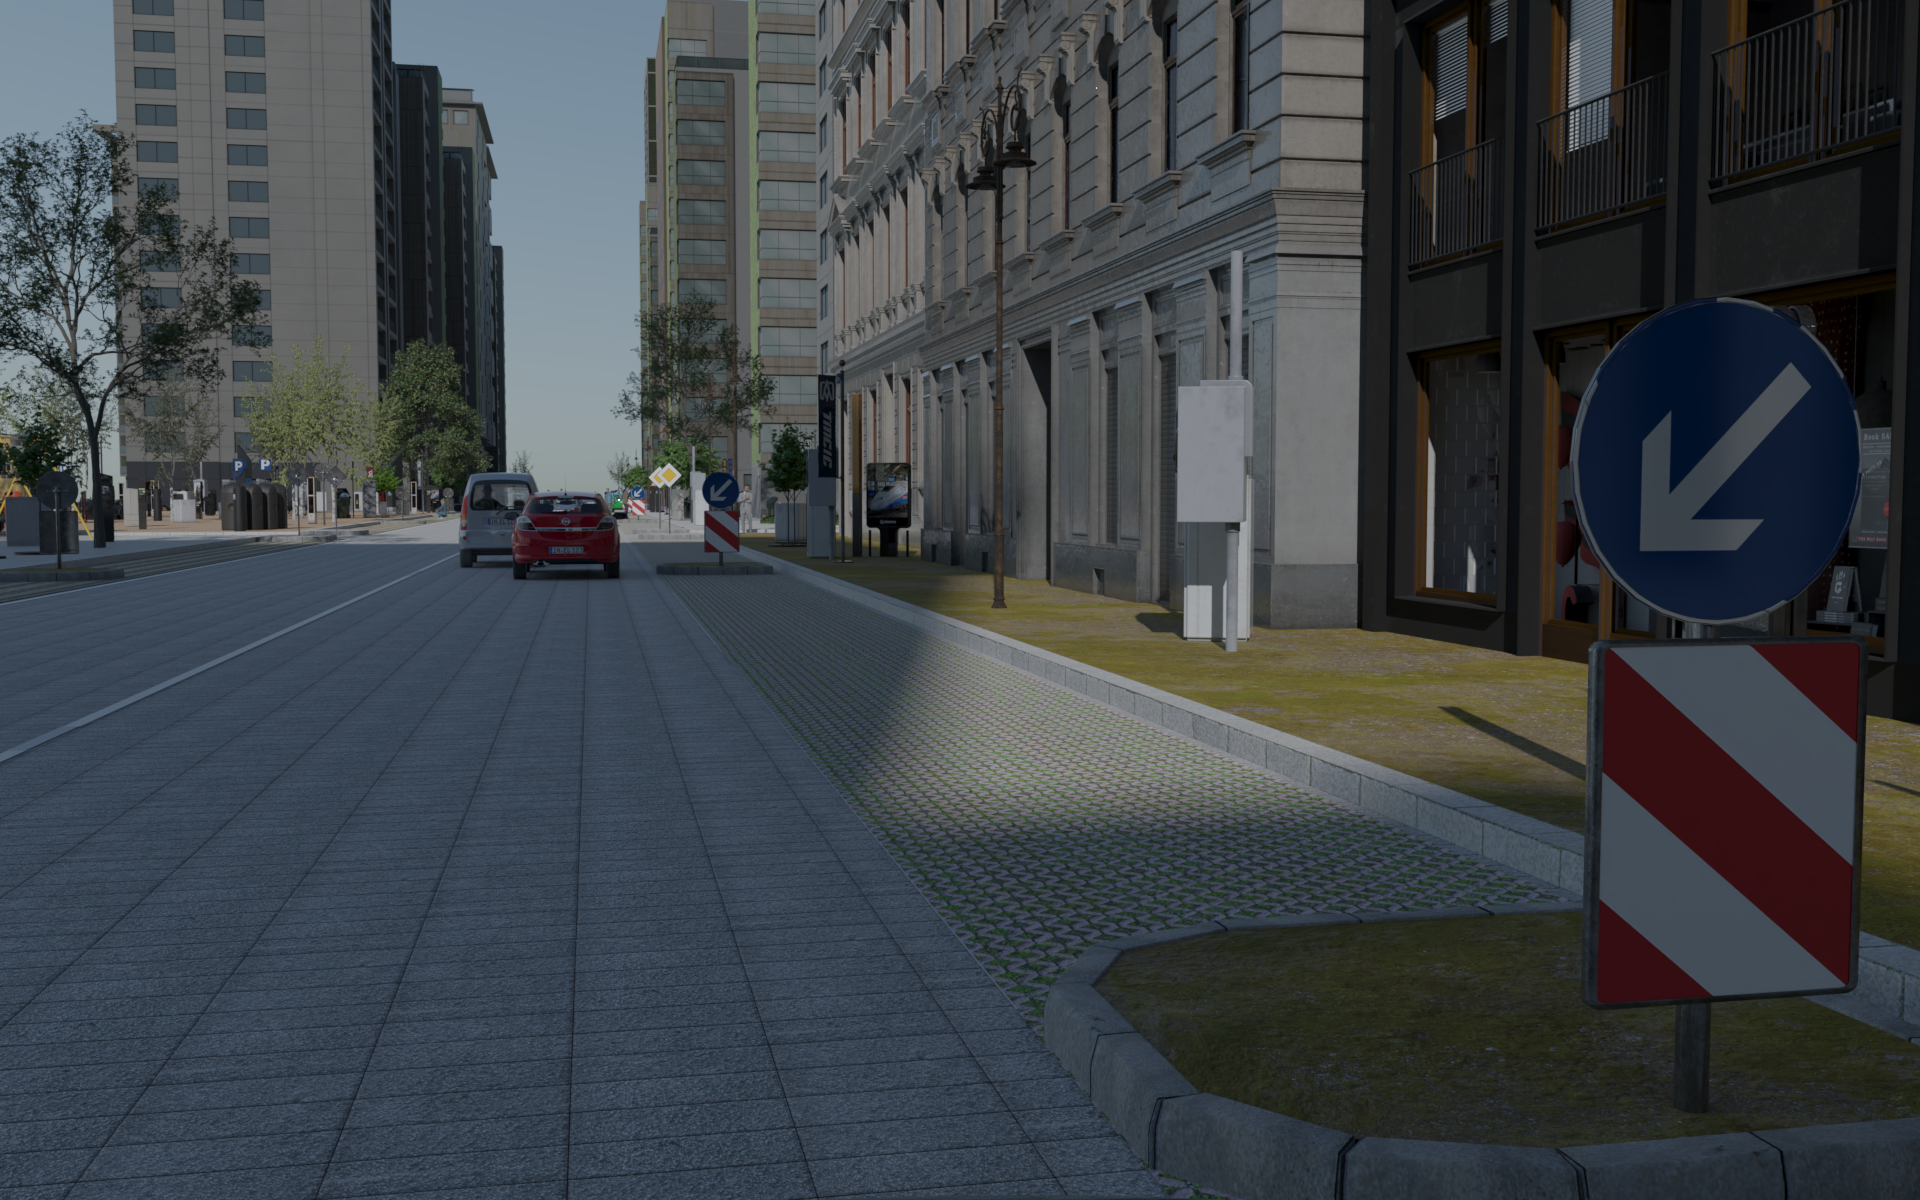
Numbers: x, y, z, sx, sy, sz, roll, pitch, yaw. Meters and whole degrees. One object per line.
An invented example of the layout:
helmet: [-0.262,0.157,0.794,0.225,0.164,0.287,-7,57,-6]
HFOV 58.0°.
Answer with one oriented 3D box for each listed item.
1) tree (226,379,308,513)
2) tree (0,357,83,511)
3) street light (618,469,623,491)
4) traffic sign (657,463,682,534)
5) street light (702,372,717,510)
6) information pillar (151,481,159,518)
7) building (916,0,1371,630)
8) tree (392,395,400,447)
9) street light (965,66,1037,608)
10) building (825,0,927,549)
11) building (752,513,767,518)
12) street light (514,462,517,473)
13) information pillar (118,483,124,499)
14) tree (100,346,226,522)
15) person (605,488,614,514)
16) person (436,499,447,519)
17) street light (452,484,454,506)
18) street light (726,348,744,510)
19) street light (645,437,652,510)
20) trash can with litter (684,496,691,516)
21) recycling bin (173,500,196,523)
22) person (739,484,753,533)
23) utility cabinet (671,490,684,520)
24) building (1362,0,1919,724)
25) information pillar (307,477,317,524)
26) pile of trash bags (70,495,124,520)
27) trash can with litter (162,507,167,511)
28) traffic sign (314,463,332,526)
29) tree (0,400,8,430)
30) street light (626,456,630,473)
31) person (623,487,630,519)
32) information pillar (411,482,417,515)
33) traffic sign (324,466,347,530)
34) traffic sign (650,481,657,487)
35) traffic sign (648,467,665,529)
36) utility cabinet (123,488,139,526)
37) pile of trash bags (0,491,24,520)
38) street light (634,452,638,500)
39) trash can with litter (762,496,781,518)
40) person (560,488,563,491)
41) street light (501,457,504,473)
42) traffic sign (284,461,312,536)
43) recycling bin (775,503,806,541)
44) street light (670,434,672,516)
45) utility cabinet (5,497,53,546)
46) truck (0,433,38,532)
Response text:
tree: [-43.875,-9.785,110.343,4.360,8.622,3.978,0,3,0]
tree: [-49.273,-8.758,93.557,4.737,8.622,4.395,0,3,0]
street light: [-50.345,-17.452,258.120,0.468,5.910,1.993,-1,4,-12]
traffic sign: [-9.316,-3.172,55.507,0.795,2.450,0.064,-1,4,-12]
street light: [-9.453,-5.666,65.422,0.468,5.910,1.993,-1,4,-12]
information pillar: [-43.662,-5.473,93.973,0.304,2.012,0.304,3,5,40]
building: [5.665,-10.780,25.397,9.793,20.994,18.267,-1,4,-12]
tree: [-39.741,-10.224,117.518,4.737,8.622,4.395,0,3,0]
street light: [0.441,-2.846,19.323,0.468,5.910,1.993,-1,4,-12]
building: [3.078,-12.773,44.993,11.583,22.565,21.152,-1,4,-12]
building: [-5.025,-25.344,97.963,14.154,41.232,14.086,-1,4,-12]
street light: [-64.795,-17.111,252.559,0.468,5.910,1.993,-1,4,-12]
information pillar: [-53.824,-6.526,111.193,0.304,2.012,0.304,-1,4,-18]
tree: [-36.770,-7.930,80.022,4.360,8.622,3.978,0,3,0]
person: [-20.817,-5.746,102.786,0.601,1.785,0.444,3,4,38]
person: [-30.001,-5.262,100.027,0.738,1.151,1.012,0,4,4]
street light: [-40.238,-10.065,137.348,0.468,5.910,1.993,-1,4,-12]
street light: [-7.139,-5.028,54.992,0.468,5.910,1.993,-1,4,-12]
street light: [-25.539,-10.325,141.599,0.468,5.910,1.993,-1,4,-12]
trash can with litter: [-15.803,-5.315,98.287,1.055,1.170,0.624,0,4,-2]
recycling bin: [-34.825,-3.990,77.785,0.722,1.027,0.722,3,5,40]
person: [-7.536,-3.198,60.972,0.511,1.800,0.466,0,4,-7]
utility cabinet: [-13.841,-4.667,84.986,0.318,1.500,1.173,-2,4,-25]
building: [11.444,-10.977,9.151,12.332,23.373,15.834,-1,4,-12]
information pillar: [-27.850,-4.279,74.448,0.304,2.012,0.304,0,4,-3]
pile of trash bags: [-41.860,-4.653,85.833,3.447,1.369,1.912,1,4,17]
trash can with litter: [-59.934,-7.247,129.874,1.055,1.170,0.624,-1,4,-18]
traffic sign: [-25.932,-4.311,70.591,0.768,2.556,0.104,0,4,-5]
tree: [-61.435,-9.600,107.328,4.360,8.622,3.978,0,3,0]
street light: [-42.851,-15.314,223.164,0.468,5.910,1.993,-1,4,-12]
person: [-18.872,-5.470,97.850,0.656,1.842,0.836,2,4,32]
information pillar: [-32.829,-6.095,104.149,0.304,2.012,0.304,-1,4,-14]
traffic sign: [-21.980,-3.509,61.008,0.795,2.450,0.064,-1,4,-12]
traffic sign: [-21.552,-7.513,122.847,0.884,2.594,0.081,0,4,-5]
traffic sign: [-10.977,-3.650,63.318,0.795,2.450,0.064,-1,4,-12]
utility cabinet: [-32.778,-3.659,68.504,0.318,1.500,1.173,-3,4,-37]
pile of trash bags: [-28.760,-2.501,50.651,3.447,1.369,1.912,1,4,17]
street light: [-32.991,-12.463,176.564,0.468,5.910,1.993,-1,4,-12]
trash can with litter: [-8.884,-4.270,81.196,0.624,1.170,1.055,2,4,26]
person: [-27.896,-6.906,121.423,0.388,1.821,0.555,2,4,23]
street light: [-57.435,-14.972,217.575,0.468,5.910,1.993,-1,4,-12]
traffic sign: [-20.320,-3.031,53.197,0.795,2.450,0.064,-1,4,-12]
recycling bin: [-4.646,-2.151,47.723,0.722,1.027,0.722,1,4,17]
street light: [-16.833,-7.849,101.121,0.468,5.910,1.993,-1,4,-12]
utility cabinet: [-23.070,-1.943,42.937,1.020,1.237,0.306,-2,4,-33]
truck: [-33.262,-3.564,54.198,9.791,3.379,3.469,-1,4,-12]
